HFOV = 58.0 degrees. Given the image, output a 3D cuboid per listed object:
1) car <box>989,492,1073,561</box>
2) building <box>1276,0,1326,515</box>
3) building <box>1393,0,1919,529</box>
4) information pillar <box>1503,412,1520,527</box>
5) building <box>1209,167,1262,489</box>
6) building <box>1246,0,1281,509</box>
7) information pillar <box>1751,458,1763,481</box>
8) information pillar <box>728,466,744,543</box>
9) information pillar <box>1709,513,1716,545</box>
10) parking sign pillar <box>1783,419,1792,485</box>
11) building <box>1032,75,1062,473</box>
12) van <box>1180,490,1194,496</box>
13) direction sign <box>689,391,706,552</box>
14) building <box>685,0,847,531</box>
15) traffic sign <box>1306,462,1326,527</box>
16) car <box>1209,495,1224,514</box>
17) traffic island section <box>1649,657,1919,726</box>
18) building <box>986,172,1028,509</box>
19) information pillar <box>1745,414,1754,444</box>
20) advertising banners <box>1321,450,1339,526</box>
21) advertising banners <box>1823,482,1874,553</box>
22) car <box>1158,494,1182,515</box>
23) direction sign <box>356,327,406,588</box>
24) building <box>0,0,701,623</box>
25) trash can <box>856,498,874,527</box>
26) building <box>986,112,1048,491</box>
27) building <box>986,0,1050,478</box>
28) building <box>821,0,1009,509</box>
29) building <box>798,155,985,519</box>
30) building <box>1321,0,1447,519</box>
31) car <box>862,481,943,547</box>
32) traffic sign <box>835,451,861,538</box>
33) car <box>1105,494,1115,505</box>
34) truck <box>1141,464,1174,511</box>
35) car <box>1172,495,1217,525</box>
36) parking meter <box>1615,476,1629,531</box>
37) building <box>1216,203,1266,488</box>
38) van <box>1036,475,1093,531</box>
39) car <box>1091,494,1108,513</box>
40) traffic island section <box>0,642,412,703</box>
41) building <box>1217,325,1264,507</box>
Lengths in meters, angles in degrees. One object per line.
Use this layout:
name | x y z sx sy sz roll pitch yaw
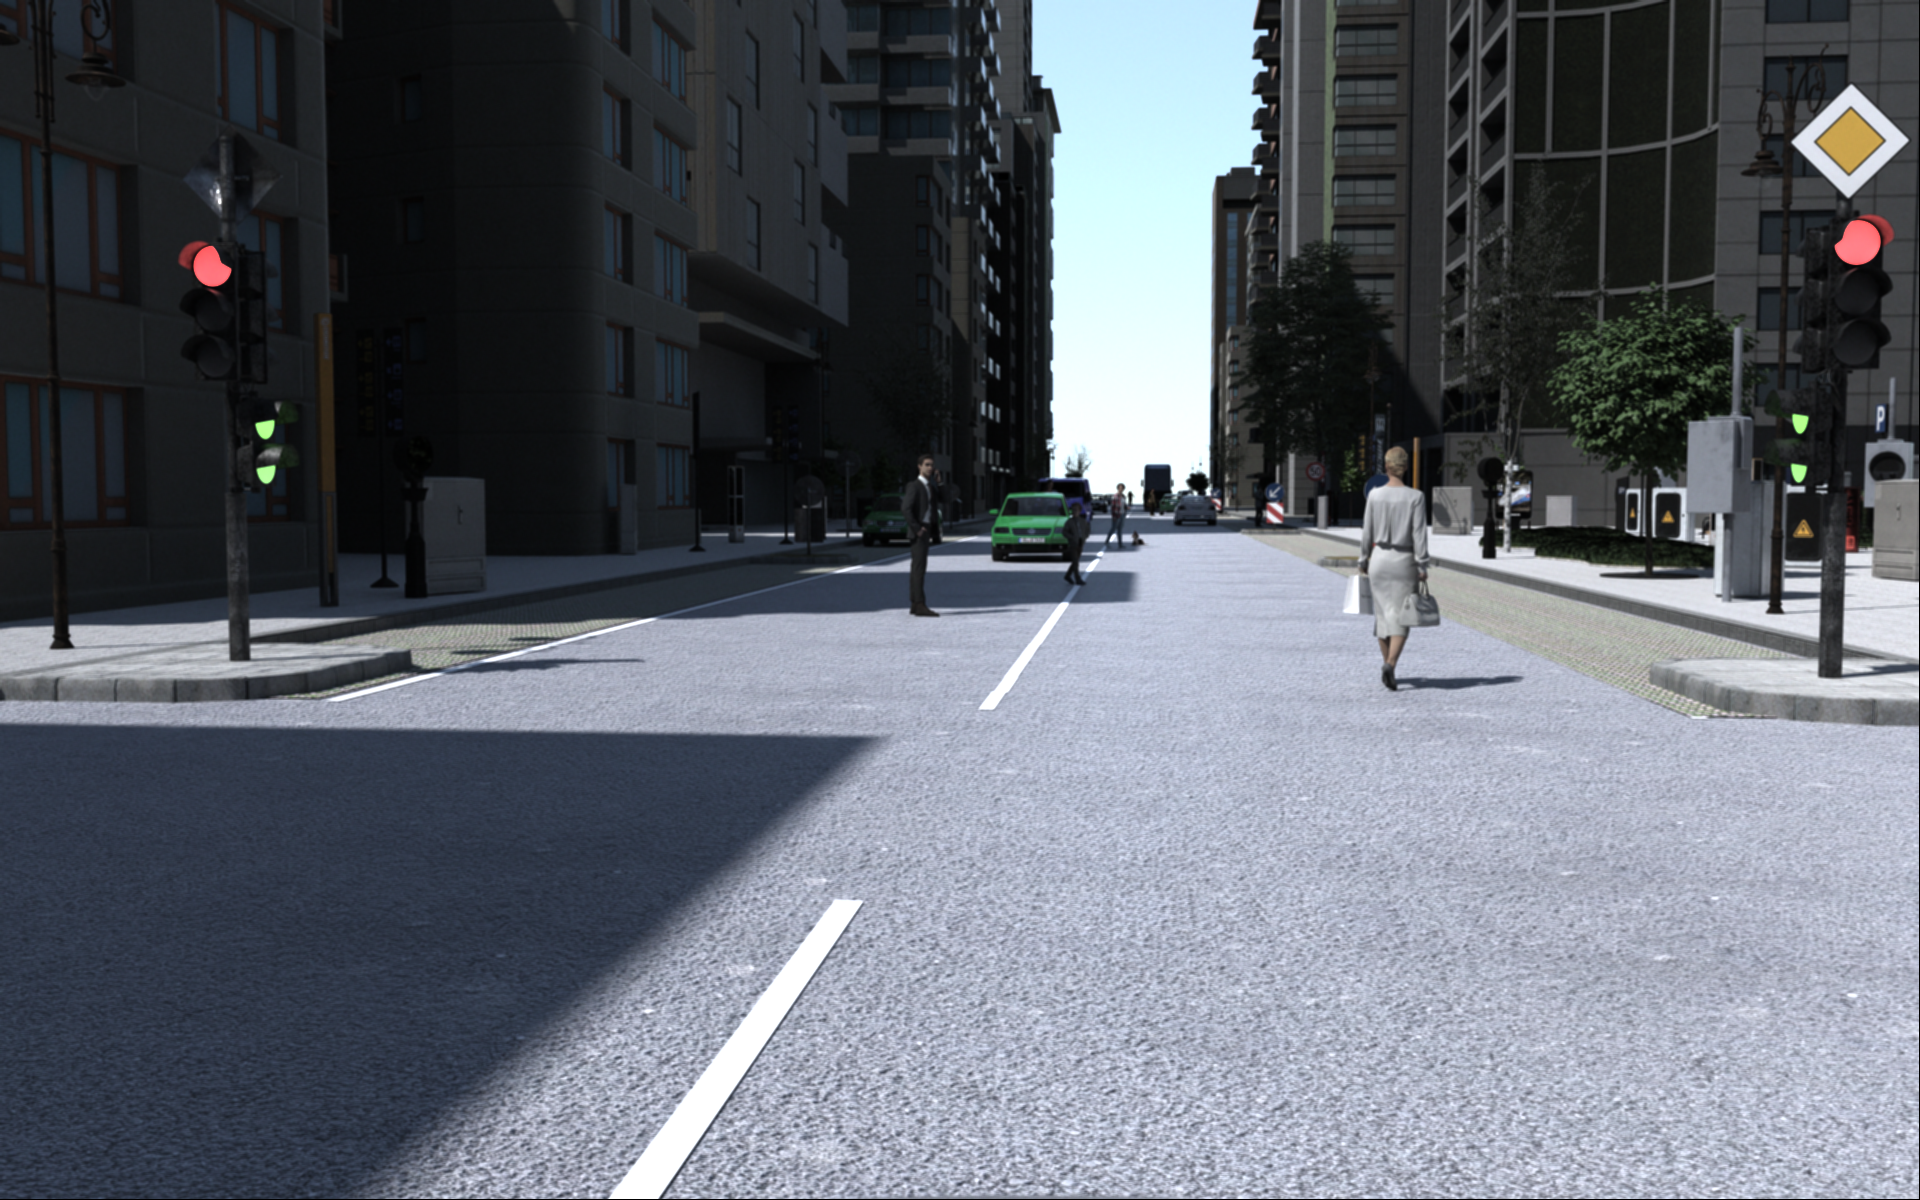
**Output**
car | 1.661 -1.803 38.277 1.959 1.807 4.718 0 4 4
building | 31.924 -35.037 114.858 21.231 58.520 28.212 0 4 6
building | 30.000 -38.672 70.535 20.563 71.187 20.611 0 4 6
information pillar | 15.706 -3.546 49.332 0.183 3.616 0.504 -2 4 -31
building | 41.487 -35.869 236.560 14.600 45.320 14.200 0 4 6
building | 35.597 -29.915 143.731 22.147 44.769 28.867 0 4 6
information pillar | 16.373 -1.919 35.874 0.304 2.012 0.304 -2 4 -29
information pillar | -5.888 -2.512 45.558 0.304 2.012 0.304 -3 5 -44
information pillar | 17.071 -2.105 38.910 0.304 2.012 0.304 -3 5 -42
parking sign pillar | 29.491 -4.421 60.753 1.447 3.967 1.447 0 4 6
building | -1.847 -38.833 224.152 28.713 52.752 27.495 0 4 6
van | 24.886 -11.193 190.010 2.013 2.044 4.112 0 4 6
direction sign | -5.885 -2.857 38.704 0.379 3.537 0.876 -1 4 -16
building | -19.388 -29.171 66.189 28.713 52.752 27.495 0 4 6
traffic sign | 13.971 -4.158 68.092 0.768 2.556 0.104 1 4 15
car | 17.793 -6.751 122.961 1.945 1.354 3.894 0 4 6
traffic island section | 6.108 0.622 12.116 2.009 0.180 2.903 0 4 6
building | -1.386 -23.466 155.374 14.160 30.474 14.107 0 4 6
information pillar | 19.739 -3.189 43.496 0.183 3.616 0.504 0 4 -4
advertising banners | 14.891 -4.503 69.808 0.090 3.025 2.074 2 4 33
advertising banners | 19.370 -2.539 37.703 2.074 3.025 0.090 1 4 19
car | 14.606 -6.536 118.666 2.131 1.459 4.920 0 4 8
direction sign | -7.931 -1.943 23.767 0.876 3.537 0.379 2 4 28
building | -21.945 -11.379 31.082 27.650 21.520 28.899 0 4 6
trash can | -3.663 -3.369 66.729 0.748 1.137 0.748 0 3 0
building | 1.738 -30.403 180.691 14.154 41.232 14.086 0 4 6
building | -0.065 -46.472 198.069 20.563 71.187 20.611 0 4 6
building | -8.662 -31.413 133.213 23.786 49.044 30.456 0 4 6
building | -13.585 -15.859 104.328 27.650 21.520 28.899 0 4 6
building | 26.891 -25.144 94.691 14.154 41.232 14.086 0 4 6
car | -1.577 -2.417 48.314 1.959 1.807 4.718 0 4 7
traffic sign | -3.305 -3.106 50.895 0.768 2.556 0.104 0 4 8
car | 17.931 -12.073 207.187 2.009 1.686 4.222 0 4 7
truck | 17.257 -9.841 150.666 2.967 4.110 18.799 0 4 6
car | 10.946 -4.178 80.676 2.083 1.381 4.827 0 4 5
parking meter | 21.671 -3.119 56.704 0.399 1.863 0.255 2 4 33
building | 48.591 -32.062 216.092 32.217 40.220 23.993 0 4 6
van | 3.825 -3.669 64.374 2.240 2.365 5.245 0 4 8
car | 10.296 -7.450 131.591 2.009 1.686 4.222 0 4 7
traffic island section | -5.567 0.546 13.356 2.009 0.180 2.903 0 4 6
building | 42.960 -21.142 190.714 27.650 21.520 28.899 0 4 6
